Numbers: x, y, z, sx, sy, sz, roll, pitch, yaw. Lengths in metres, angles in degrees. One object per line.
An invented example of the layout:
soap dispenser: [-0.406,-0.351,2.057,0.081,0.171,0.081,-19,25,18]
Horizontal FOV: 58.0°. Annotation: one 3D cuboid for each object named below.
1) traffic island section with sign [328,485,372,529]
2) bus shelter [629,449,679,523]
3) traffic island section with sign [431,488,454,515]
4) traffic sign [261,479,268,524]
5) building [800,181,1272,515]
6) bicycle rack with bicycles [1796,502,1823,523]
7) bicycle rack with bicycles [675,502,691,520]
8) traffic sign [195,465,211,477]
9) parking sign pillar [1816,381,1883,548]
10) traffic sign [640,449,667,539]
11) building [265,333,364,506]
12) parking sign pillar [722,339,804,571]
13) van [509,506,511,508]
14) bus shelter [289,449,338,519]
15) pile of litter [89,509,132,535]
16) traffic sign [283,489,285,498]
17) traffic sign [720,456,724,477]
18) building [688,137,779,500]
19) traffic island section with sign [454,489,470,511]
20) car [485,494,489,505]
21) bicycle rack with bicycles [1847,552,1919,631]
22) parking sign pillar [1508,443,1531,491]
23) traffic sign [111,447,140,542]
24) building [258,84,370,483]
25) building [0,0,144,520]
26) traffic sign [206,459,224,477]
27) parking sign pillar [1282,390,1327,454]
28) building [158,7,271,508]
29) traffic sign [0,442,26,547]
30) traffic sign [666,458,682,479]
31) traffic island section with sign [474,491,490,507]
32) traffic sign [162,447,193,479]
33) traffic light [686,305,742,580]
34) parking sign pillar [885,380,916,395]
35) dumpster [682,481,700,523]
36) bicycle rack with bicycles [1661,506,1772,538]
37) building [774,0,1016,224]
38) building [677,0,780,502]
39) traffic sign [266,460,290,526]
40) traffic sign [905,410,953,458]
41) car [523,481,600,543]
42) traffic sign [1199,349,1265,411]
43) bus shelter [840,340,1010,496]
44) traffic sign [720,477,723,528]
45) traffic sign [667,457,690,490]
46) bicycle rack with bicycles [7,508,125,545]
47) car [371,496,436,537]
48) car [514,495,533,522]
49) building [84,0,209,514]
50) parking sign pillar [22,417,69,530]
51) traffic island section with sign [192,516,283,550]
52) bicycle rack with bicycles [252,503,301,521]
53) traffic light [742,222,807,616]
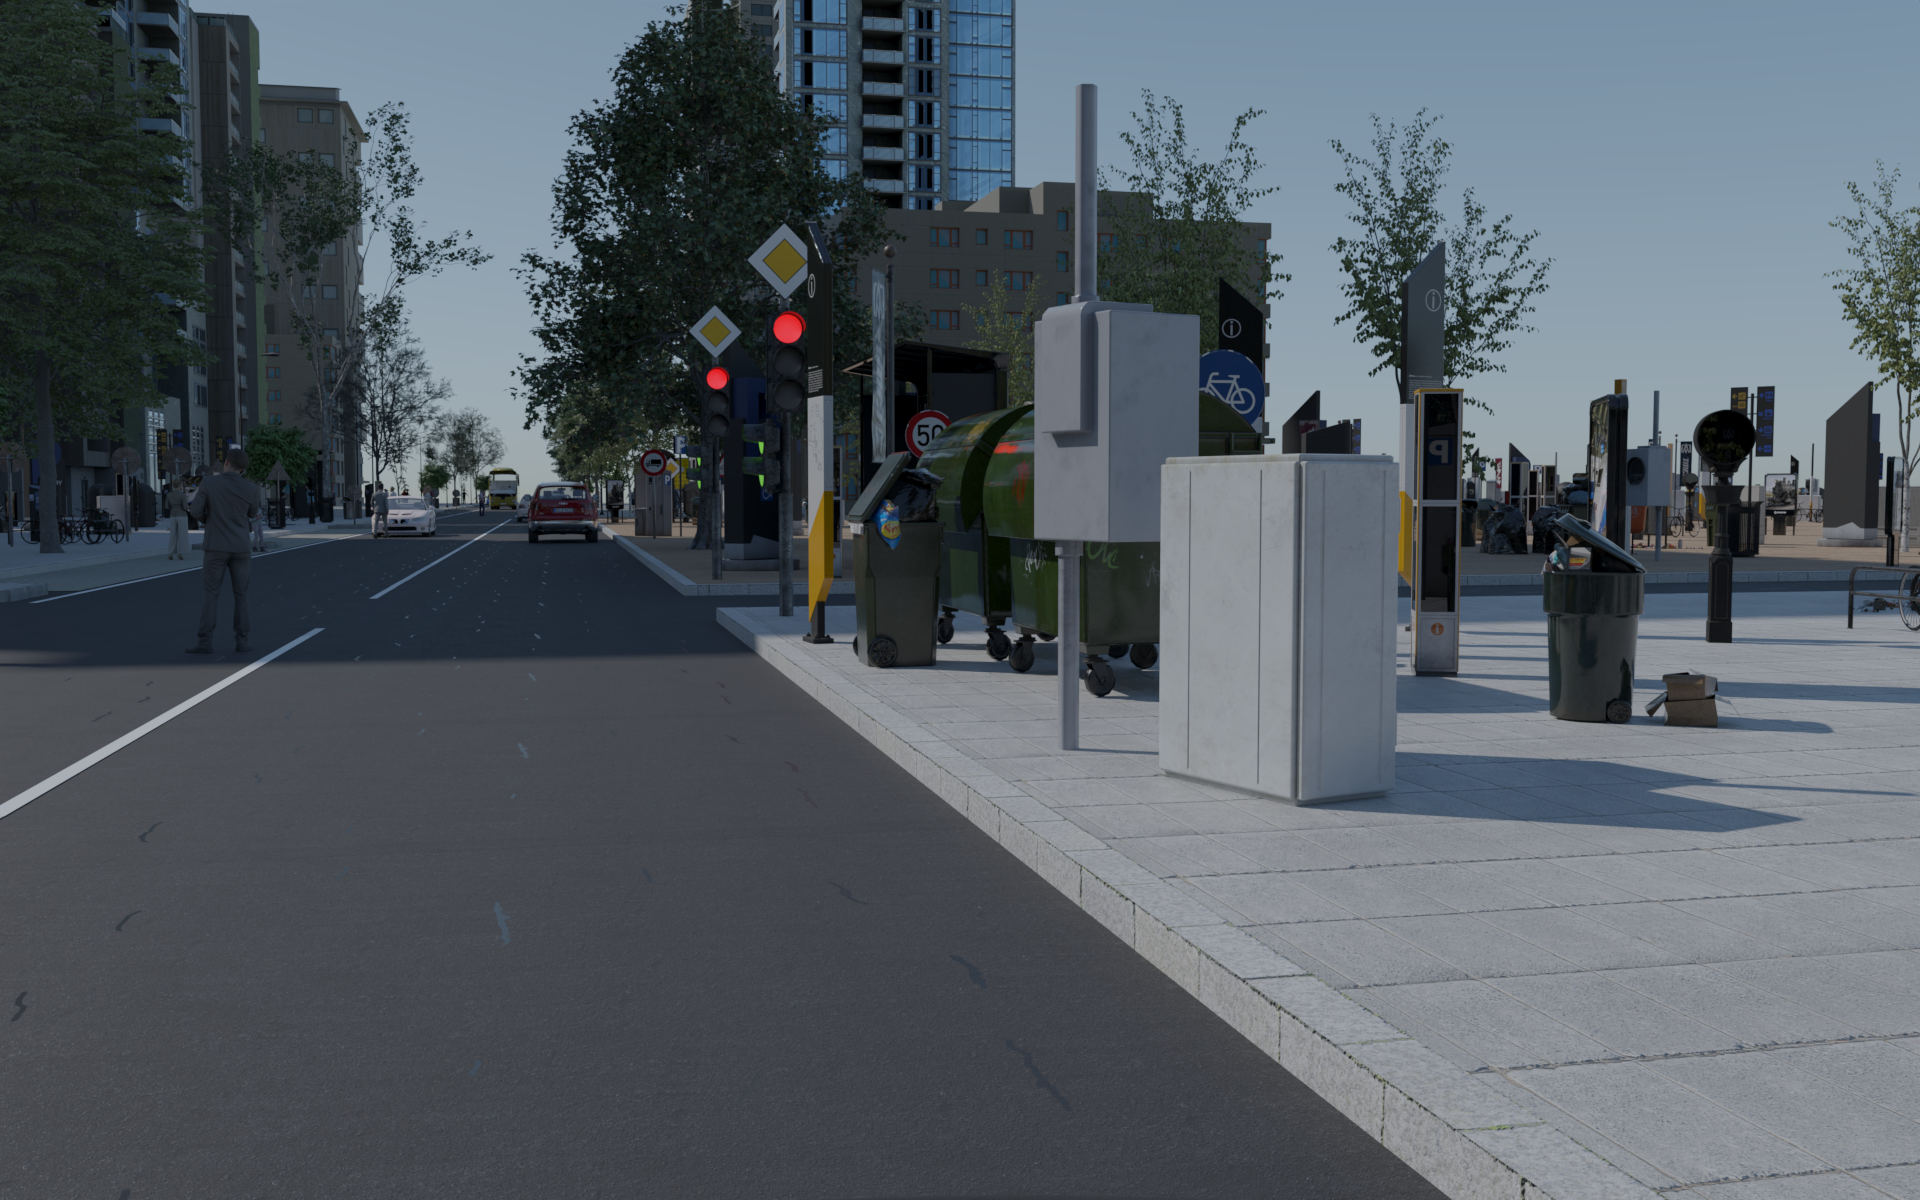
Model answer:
traffic island section with sign: [-25.083,-3.864,71.811,1.989,1.847,2.006,-1,4,-13]
bus shelter: [-13.970,-5.207,79.054,2.014,3.302,5.546,-1,4,-13]
traffic island section with sign: [-36.441,-6.832,120.324,1.989,1.847,2.006,-1,4,-13]
traffic sign: [-30.108,-4.588,75.113,0.768,2.556,0.104,-1,4,-12]
building: [3.080,-16.914,121.583,27.650,21.520,28.899,-1,4,-13]
bicycle rack with bicycles: [40.369,-4.372,84.867,2.925,0.926,2.852,-2,4,-35]
bicycle rack with bicycles: [-14.117,-4.297,83.638,2.852,0.926,2.925,2,4,35]
traffic sign: [-32.811,-4.591,75.172,0.768,2.556,0.104,0,4,-4]
parking sign pillar: [21.681,-3.280,42.099,1.447,3.967,1.447,-1,4,-17]
traffic sign: [-8.727,-3.015,49.397,0.768,2.556,0.104,0,4,-6]
building: [-85.072,-21.701,199.858,27.650,21.520,28.899,-1,4,-13]
parking sign pillar: [-3.444,-2.500,29.355,1.447,3.967,1.447,2,4,30]
van: [-47.744,-10.648,181.107,2.013,2.044,4.112,-1,4,-14]
bus shelter: [-34.688,-6.228,93.104,1.731,3.624,6.357,-1,4,-13]
pile of litter: [-27.157,-2.525,55.241,1.176,0.858,1.719,-3,5,-44]
traffic sign: [-29.486,-4.613,75.533,0.768,2.556,0.104,-1,4,-10]
traffic sign: [-7.296,-3.286,53.729,0.884,2.594,0.081,0,4,-6]
building: [-21.273,-38.972,226.435,28.713,52.752,27.495,-1,4,-13]
traffic island section with sign: [-42.565,-8.437,146.577,1.989,1.847,2.006,-1,4,-13]
car: [-60.458,-13.124,224.168,1.945,1.707,3.694,-1,4,-15]
bicycle rack with bicycles: [9.559,-0.151,15.855,2.852,0.926,2.925,0,4,-4]
parking sign pillar: [29.397,-6.263,90.880,1.447,3.967,1.447,-2,4,-28]
traffic sign: [-22.449,-2.845,46.621,0.768,2.556,0.104,0,4,-4]
building: [-92.948,-38.946,226.011,28.713,52.752,27.495,-1,4,-13]
building: [-55.813,-19.970,98.211,14.160,30.474,14.107,-1,4,-13]
traffic sign: [-27.284,-3.895,63.693,0.884,2.594,0.081,-1,4,-13]
parking sign pillar: [9.075,-3.498,45.664,1.447,3.967,1.447,-2,4,-31]
building: [-65.620,-28.044,142.110,14.154,41.232,14.086,-1,4,-13]
traffic sign: [-23.084,-2.568,42.086,0.768,2.556,0.104,0,4,-6]
traffic sign: [-10.396,-3.836,62.458,0.795,2.593,0.064,0,4,-4]
traffic island section with sign: [-55.208,-11.743,200.625,1.989,1.847,2.006,-1,4,-13]
traffic sign: [-21.018,-2.840,46.547,0.768,2.556,0.104,-1,4,-13]
traffic light: [-3.663,-2.260,25.871,0.839,4.253,0.868,-1,4,-13]
parking sign pillar: [-1.158,-2.760,33.604,1.447,3.967,1.447,-1,4,-17]
dumpster: [-11.817,-4.410,77.855,1.264,1.857,1.865,-1,4,-13]
bicycle rack with bicycles: [22.095,-2.306,51.093,2.852,0.926,2.925,3,5,44]
building: [-7.453,-51.110,148.327,22.319,86.520,31.000,-1,4,-13]
building: [-30.561,-49.573,248.772,20.563,71.187,20.611,-1,4,-13]
traffic sign: [-25.937,-4.031,65.910,0.884,2.594,0.081,-1,4,-12]
traffic sign: [-0.452,-1.604,26.336,0.768,2.556,0.104,0,4,-7]
car: [-12.073,-2.685,52.567,2.281,1.827,5.304,-1,4,-14]
traffic sign: [2.309,-0.932,15.345,0.768,2.556,0.104,-1,4,-9]
bus shelter: [-0.696,-2.348,29.670,1.731,3.624,6.357,-1,4,-13]
traffic sign: [-9.111,-4.039,66.137,0.768,2.556,0.104,-1,4,-10]
traffic sign: [-16.164,-6.262,96.250,2.265,3.308,0.079,0,4,-6]
bicycle rack with bicycles: [-22.759,-1.896,44.385,2.852,0.926,2.925,2,4,28]
car: [-18.983,-2.866,59.215,2.083,1.381,4.827,-1,4,-13]
car: [-22.054,-4.742,89.889,2.083,1.381,4.827,-1,4,-14]
building: [-64.876,-49.228,117.553,22.319,86.520,31.000,-1,4,-13]
parking sign pillar: [-32.318,-4.444,61.135,1.447,3.967,1.447,2,4,32]
traffic island section with sign: [-18.891,-2.247,45.367,1.989,1.847,2.006,-1,4,-13]
bicycle rack with bicycles: [-32.695,-4.192,81.927,2.925,0.926,2.852,-1,4,-22]
traffic light: [-1.844,-1.784,18.095,0.839,4.253,0.868,-1,4,-13]
